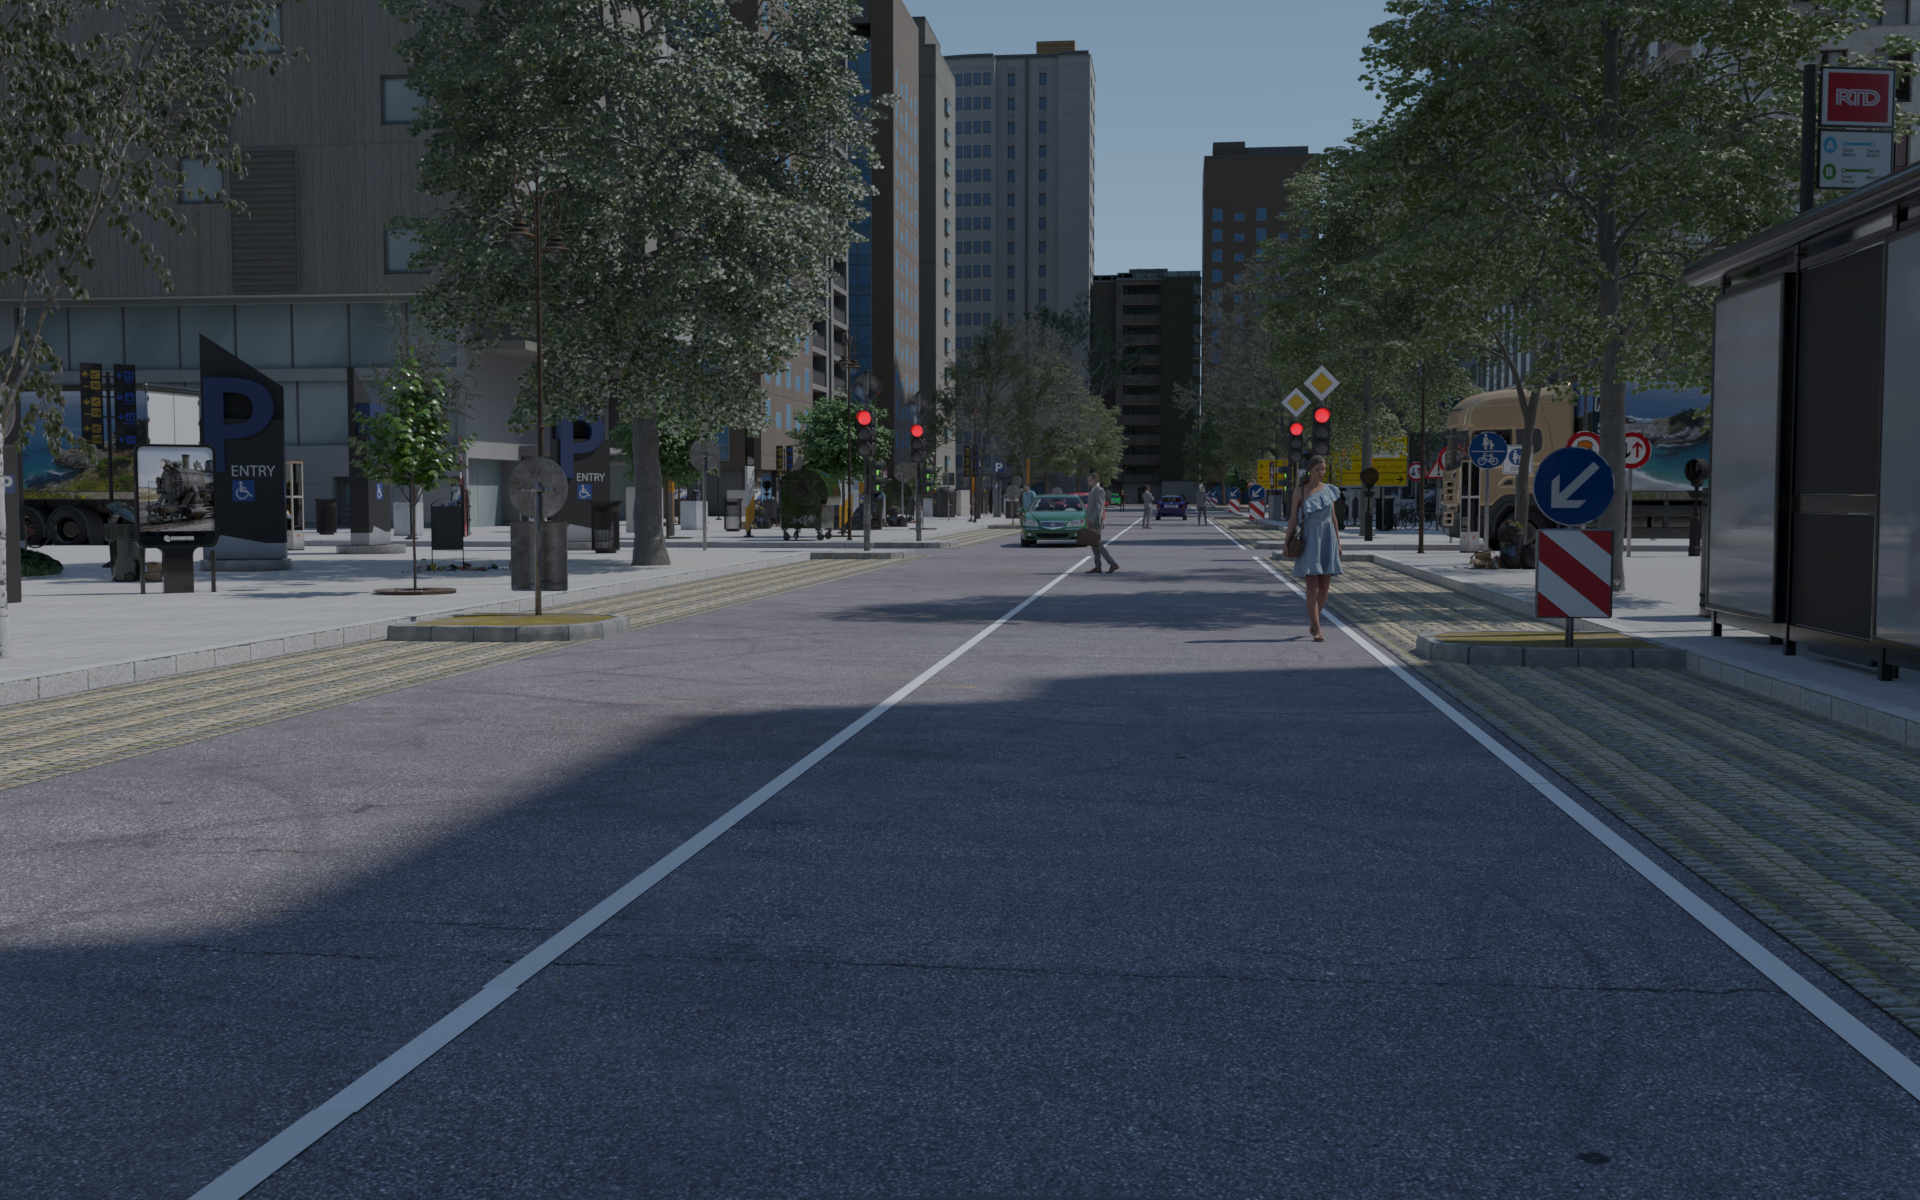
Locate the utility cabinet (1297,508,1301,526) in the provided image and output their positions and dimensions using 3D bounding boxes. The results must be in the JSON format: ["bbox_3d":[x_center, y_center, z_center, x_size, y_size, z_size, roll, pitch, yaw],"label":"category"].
[{"bbox_3d":[13.628,-3.687,68.963,0.318,1.500,1.173,2,4,30],"label":"utility cabinet"}]

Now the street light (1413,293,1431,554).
[{"bbox_3d":[9.943,-3.939,37.184,0.468,5.910,1.993,0,4,7],"label":"street light"}]

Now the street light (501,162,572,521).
[{"bbox_3d":[-5.965,-3.168,24.586,0.468,5.910,1.993,0,4,7],"label":"street light"}]

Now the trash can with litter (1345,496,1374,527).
[{"bbox_3d":[15.309,-3.461,67.649,1.678,1.210,2.233,1,4,15],"label":"trash can with litter"}]

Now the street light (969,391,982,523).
[{"bbox_3d":[0.680,-6.405,77.507,0.468,5.910,1.993,0,4,7],"label":"street light"}]

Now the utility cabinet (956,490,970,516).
[{"bbox_3d":[0.167,-5.610,100.402,0.318,1.500,1.173,2,4,26],"label":"utility cabinet"}]

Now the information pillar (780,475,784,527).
[{"bbox_3d":[-6.602,-3.736,65.572,0.304,2.012,0.304,2,4,27],"label":"information pillar"}]

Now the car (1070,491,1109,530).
[{"bbox_3d":[4.963,-3.751,70.370,2.155,1.783,4.494,0,4,6],"label":"car"}]

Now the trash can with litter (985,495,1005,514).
[{"bbox_3d":[2.260,-6.040,109.812,2.233,1.210,1.678,-1,4,-14],"label":"trash can with litter"}]

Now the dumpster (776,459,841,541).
[{"bbox_3d":[-4.225,-2.793,48.161,1.502,2.255,1.985,0,4,7],"label":"dumpster"}]

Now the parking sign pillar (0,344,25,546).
[{"bbox_3d":[-17.271,-2.571,30.502,1.447,3.967,1.447,-3,4,-36],"label":"parking sign pillar"}]

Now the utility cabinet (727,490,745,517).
[{"bbox_3d":[-12.443,-5.406,97.067,1.173,1.500,0.318,0,4,6],"label":"utility cabinet"}]

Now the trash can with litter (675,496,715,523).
[{"bbox_3d":[-12.030,-4.041,77.126,2.233,1.210,1.678,-1,4,-12],"label":"trash can with litter"}]

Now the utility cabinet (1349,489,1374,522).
[{"bbox_3d":[18.380,-4.323,79.367,1.173,1.500,0.318,-2,4,-25],"label":"utility cabinet"}]

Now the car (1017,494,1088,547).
[{"bbox_3d":[2.707,-2.229,48.242,2.131,1.459,4.920,0,4,6],"label":"car"}]

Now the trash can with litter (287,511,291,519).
[{"bbox_3d":[-13.945,-1.419,34.580,0.624,1.170,1.055,2,4,26],"label":"trash can with litter"}]

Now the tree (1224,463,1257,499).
[{"bbox_3d":[27.902,-11.517,172.014,4.285,4.588,4.351,0,3,0],"label":"tree"}]

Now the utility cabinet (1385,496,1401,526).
[{"bbox_3d":[17.403,-3.580,69.697,0.306,1.237,1.020,0,4,-6],"label":"utility cabinet"}]

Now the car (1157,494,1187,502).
[{"bbox_3d":[14.246,-6.524,116.451,2.009,1.686,4.222,1,4,8],"label":"car"}]

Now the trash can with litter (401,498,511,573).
[{"bbox_3d":[-8.200,-1.102,29.077,2.233,1.210,1.678,-1,4,-16],"label":"trash can with litter"}]

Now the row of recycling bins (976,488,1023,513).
[{"bbox_3d":[2.766,-6.771,117.824,3.534,1.692,1.069,-1,4,-15],"label":"row of recycling bins"}]

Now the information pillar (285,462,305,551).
[{"bbox_3d":[-15.115,-2.130,39.311,0.304,2.012,0.304,3,4,36],"label":"information pillar"}]

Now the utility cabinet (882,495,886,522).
[{"bbox_3d":[-3.885,-4.114,78.418,1.020,1.237,0.306,-2,4,-26],"label":"utility cabinet"}]

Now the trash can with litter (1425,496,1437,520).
[{"bbox_3d":[22.844,-4.417,83.611,0.624,1.170,1.055,0,4,-5],"label":"trash can with litter"}]

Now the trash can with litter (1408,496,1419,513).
[{"bbox_3d":[27.251,-5.673,104.142,0.624,1.170,1.055,2,4,35],"label":"trash can with litter"}]

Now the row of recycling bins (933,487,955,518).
[{"bbox_3d":[-0.855,-5.430,95.896,1.069,1.692,3.534,-1,4,-8],"label":"row of recycling bins"}]

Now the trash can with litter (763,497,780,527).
[{"bbox_3d":[-7.020,-3.444,67.361,2.233,1.210,1.678,0,4,4],"label":"trash can with litter"}]

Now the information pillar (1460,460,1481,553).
[{"bbox_3d":[11.124,-2.035,37.761,0.304,2.012,0.304,-1,4,-22],"label":"information pillar"}]

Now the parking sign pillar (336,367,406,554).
[{"bbox_3d":[-12.741,-2.991,37.370,1.447,3.967,1.447,0,4,2],"label":"parking sign pillar"}]

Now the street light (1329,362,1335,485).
[{"bbox_3d":[12.694,-5.289,59.269,0.468,5.910,1.993,0,4,7],"label":"street light"}]

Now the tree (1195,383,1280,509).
[{"bbox_3d":[24.585,-13.900,153.015,9.928,11.665,9.643,0,3,0],"label":"tree"}]

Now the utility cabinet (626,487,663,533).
[{"bbox_3d":[-10.375,-2.954,56.979,1.173,1.500,0.318,0,4,-2],"label":"utility cabinet"}]

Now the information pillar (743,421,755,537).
[{"bbox_3d":[-6.249,-3.673,51.409,0.183,3.616,0.504,1,4,18],"label":"information pillar"}]

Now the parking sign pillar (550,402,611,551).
[{"bbox_3d":[-8.733,-3.142,39.841,1.447,3.967,1.447,-2,4,-35],"label":"parking sign pillar"}]

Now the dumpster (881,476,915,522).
[{"bbox_3d":[-2.831,-4.792,80.842,1.502,2.255,1.985,0,4,7],"label":"dumpster"}]

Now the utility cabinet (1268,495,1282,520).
[{"bbox_3d":[15.473,-4.523,85.116,0.306,1.237,1.020,2,4,33],"label":"utility cabinet"}]

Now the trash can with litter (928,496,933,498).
[{"bbox_3d":[-1.768,-5.836,106.804,0.624,1.170,1.055,1,4,16],"label":"trash can with litter"}]

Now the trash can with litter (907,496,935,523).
[{"bbox_3d":[-2.188,-4.021,76.794,1.678,1.210,2.233,-1,4,-22],"label":"trash can with litter"}]

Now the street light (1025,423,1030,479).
[{"bbox_3d":[4.250,-8.204,106.928,0.468,5.910,1.993,0,4,7],"label":"street light"}]

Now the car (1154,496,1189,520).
[{"bbox_3d":[11.678,-5.080,95.637,1.945,1.354,3.894,0,4,7],"label":"car"}]

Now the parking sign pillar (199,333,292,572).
[{"bbox_3d":[-12.054,-2.487,29.130,1.447,3.967,1.447,-1,4,-17],"label":"parking sign pillar"}]

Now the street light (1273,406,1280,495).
[{"bbox_3d":[16.361,-7.143,89.570,0.468,5.910,1.993,0,4,7],"label":"street light"}]

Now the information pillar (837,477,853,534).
[{"bbox_3d":[-3.722,-3.967,56.222,0.504,3.616,0.183,-2,4,-34],"label":"information pillar"}]

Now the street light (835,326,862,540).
[{"bbox_3d":[-3.058,-4.588,47.798,0.468,5.910,1.993,0,4,7],"label":"street light"}]

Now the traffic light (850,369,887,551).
[{"bbox_3d":[-2.085,-3.064,39.022,0.839,4.253,0.868,0,4,7],"label":"traffic light"}]

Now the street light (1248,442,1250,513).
[{"bbox_3d":[19.902,-8.942,118.994,0.468,5.910,1.993,0,4,7],"label":"street light"}]

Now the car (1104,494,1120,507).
[{"bbox_3d":[16.901,-11.176,191.529,1.959,1.807,4.718,0,4,7],"label":"car"}]

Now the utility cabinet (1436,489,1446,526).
[{"bbox_3d":[19.772,-3.738,69.790,1.173,1.500,0.318,-2,4,-25],"label":"utility cabinet"}]

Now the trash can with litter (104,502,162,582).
[{"bbox_3d":[-11.967,-0.858,25.411,1.055,1.170,0.624,1,4,8],"label":"trash can with litter"}]

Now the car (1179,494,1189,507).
[{"bbox_3d":[18.100,-8.243,144.561,2.009,1.686,4.222,0,4,6],"label":"car"}]
